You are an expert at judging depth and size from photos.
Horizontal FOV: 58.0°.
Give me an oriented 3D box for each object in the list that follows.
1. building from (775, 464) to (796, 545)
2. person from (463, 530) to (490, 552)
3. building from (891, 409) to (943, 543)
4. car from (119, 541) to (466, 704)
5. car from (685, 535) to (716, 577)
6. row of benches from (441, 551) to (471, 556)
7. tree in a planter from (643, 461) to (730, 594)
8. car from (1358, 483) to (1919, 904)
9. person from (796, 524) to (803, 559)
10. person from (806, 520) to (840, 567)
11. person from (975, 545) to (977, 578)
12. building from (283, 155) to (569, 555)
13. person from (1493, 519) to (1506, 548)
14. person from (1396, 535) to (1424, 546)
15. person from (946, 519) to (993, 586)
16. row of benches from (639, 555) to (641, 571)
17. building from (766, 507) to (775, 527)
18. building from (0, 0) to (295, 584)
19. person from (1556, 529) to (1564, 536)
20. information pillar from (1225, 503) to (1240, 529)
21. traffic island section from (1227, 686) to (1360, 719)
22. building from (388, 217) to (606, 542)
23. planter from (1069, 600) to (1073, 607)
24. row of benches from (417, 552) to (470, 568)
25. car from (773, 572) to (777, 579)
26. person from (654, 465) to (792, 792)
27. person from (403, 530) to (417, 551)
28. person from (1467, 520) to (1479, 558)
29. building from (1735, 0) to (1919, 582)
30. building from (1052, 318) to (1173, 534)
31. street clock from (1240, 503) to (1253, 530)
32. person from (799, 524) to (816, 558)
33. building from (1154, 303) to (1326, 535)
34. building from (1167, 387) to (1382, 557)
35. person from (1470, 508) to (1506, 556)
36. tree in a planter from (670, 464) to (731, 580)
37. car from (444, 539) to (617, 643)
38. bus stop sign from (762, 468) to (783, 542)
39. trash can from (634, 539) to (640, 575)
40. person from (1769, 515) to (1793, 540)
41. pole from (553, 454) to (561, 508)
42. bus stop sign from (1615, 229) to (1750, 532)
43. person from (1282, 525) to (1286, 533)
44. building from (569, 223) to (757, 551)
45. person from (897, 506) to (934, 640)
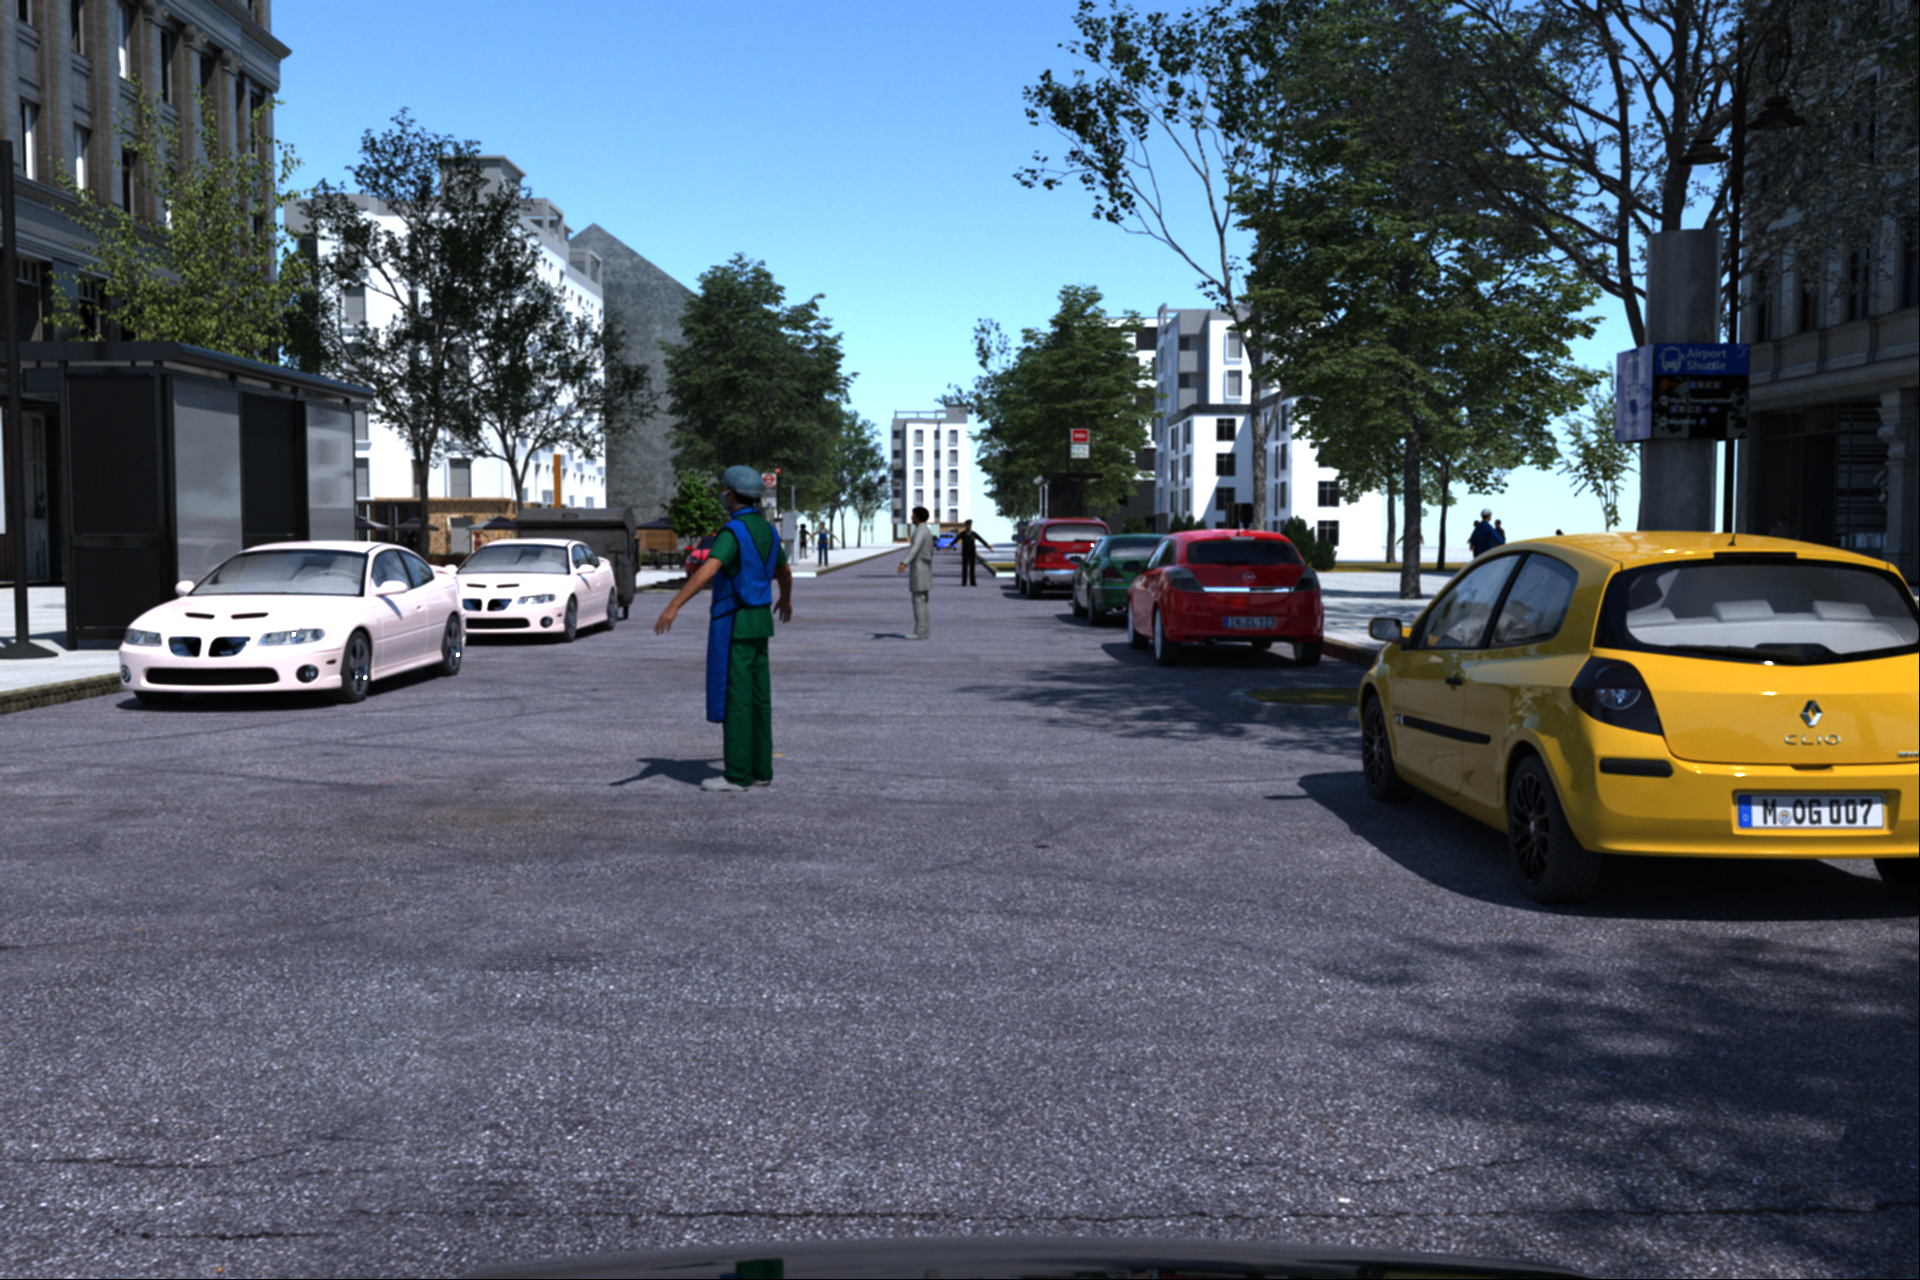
[{"bbox_3d":[-26.052,-21.617,209.855,16.016,20.090,11.380,0,4,0],"label":"building"},{"bbox_3d":[-21.301,-4.256,76.396,1.217,1.733,0.721,-2,4,-35],"label":"person"},{"bbox_3d":[-9.630,-24.127,253.358,11.380,20.090,16.016,-1,4,-9],"label":"building"},{"bbox_3d":[-6.021,-0.232,16.156,2.083,1.381,4.827,0,4,0],"label":"car"},{"bbox_3d":[-6.453,-2.380,47.956,2.155,1.783,4.494,0,4,0],"label":"car"},{"bbox_3d":[-16.659,-2.818,61.531,4.104,0.672,1.422,2,4,27],"label":"row of benches"},{"bbox_3d":[-6.568,-2.748,42.156,1.991,3.239,1.994,0,4,0],"label":"tree in a planter"},{"bbox_3d":[3.058,0.128,8.138,2.015,1.641,3.980,0,3,0],"label":"car"},{"bbox_3d":[-8.296,-4.997,87.970,0.705,1.796,1.348,-1,4,-22],"label":"person"},{"bbox_3d":[-5.408,-3.827,68.432,1.347,1.847,0.705,0,4,-7],"label":"person"},{"bbox_3d":[0.487,-2.738,56.484,0.599,1.433,0.991,0,4,-3],"label":"person"},{"bbox_3d":[-27.655,-14.158,87.903,16.016,20.090,11.380,0,4,-1],"label":"building"},{"bbox_3d":[17.458,-3.051,56.473,0.990,1.755,0.434,-2,4,-35],"label":"person"},{"bbox_3d":[14.443,-2.984,55.547,0.721,1.744,1.215,-2,4,-29],"label":"person"},{"bbox_3d":[0.246,-2.401,47.656,1.347,1.837,0.705,-1,4,-12],"label":"person"},{"bbox_3d":[-12.882,-2.667,59.073,4.104,0.672,1.422,-3,4,-37],"label":"row of benches"},{"bbox_3d":[-30.161,-21.797,187.315,19.493,23.208,18.063,0,4,-1],"label":"building"},{"bbox_3d":[-28.364,-16.246,45.218,16.754,29.471,25.880,0,4,-1],"label":"building"},{"bbox_3d":[19.027,-2.776,54.661,0.421,1.427,0.697,-1,4,-15],"label":"person"},{"bbox_3d":[6.447,-2.231,40.970,0.304,2.012,0.304,0,3,0],"label":"information pillar"},{"bbox_3d":[3.273,0.518,14.397,1.991,0.108,1.994,0,4,-1],"label":"traffic island section"},{"bbox_3d":[-29.044,-15.194,104.840,16.016,20.090,11.380,0,4,0],"label":"building"},{"bbox_3d":[3.188,-0.823,34.601,1.991,0.319,1.994,0,4,-1],"label":"planter"},{"bbox_3d":[-17.864,-2.598,57.948,4.104,0.672,1.422,2,4,29],"label":"row of benches"},{"bbox_3d":[-6.579,-2.704,53.809,1.945,1.707,3.694,0,3,0],"label":"car"},{"bbox_3d":[-1.250,-0.072,9.759,0.704,1.817,1.347,2,4,24],"label":"person"},{"bbox_3d":[-24.475,-4.304,77.084,0.721,1.740,1.216,-3,5,-40],"label":"person"},{"bbox_3d":[19.694,-3.665,66.142,0.704,1.802,1.346,3,4,36],"label":"person"},{"bbox_3d":[27.253,-12.198,49.400,10.553,20.879,40.483,0,4,0],"label":"building"},{"bbox_3d":[23.317,-20.542,179.837,27.936,21.610,32.646,0,3,0],"label":"building"},{"bbox_3d":[6.669,-2.190,40.371,0.358,2.002,0.471,0,4,-1],"label":"street clock"},{"bbox_3d":[-8.261,-5.210,91.323,1.345,1.843,0.704,1,4,10],"label":"person"},{"bbox_3d":[21.225,-17.499,142.520,16.016,20.090,11.380,0,4,-1],"label":"building"},{"bbox_3d":[19.505,-10.377,111.811,9.099,9.664,28.070,0,4,0],"label":"building"},{"bbox_3d":[11.499,-1.954,37.820,0.705,1.842,1.347,-1,4,-19],"label":"person"},{"bbox_3d":[-6.637,-2.887,44.432,1.991,3.239,1.994,0,3,0],"label":"tree in a planter"},{"bbox_3d":[-6.055,-0.733,24.348,2.083,1.381,4.827,0,4,-1],"label":"car"},{"bbox_3d":[-7.518,-4.942,69.510,0.855,3.939,0.416,0,4,1],"label":"bus stop sign"},{"bbox_3d":[-10.474,-2.642,54.854,0.748,1.137,0.748,0,3,0],"label":"trash can"},{"bbox_3d":[20.771,-2.283,43.896,0.617,1.759,0.750,1,4,19],"label":"person"},{"bbox_3d":[-10.263,-3.081,44.212,0.158,3.312,0.155,0,3,0],"label":"pole"},{"bbox_3d":[6.363,-1.609,15.326,0.837,3.901,0.837,0,4,0],"label":"bus stop sign"},{"bbox_3d":[17.358,-5.247,91.913,0.705,1.813,1.348,-3,4,-38],"label":"person"},{"bbox_3d":[-25.934,-18.400,131.776,19.493,23.208,18.063,0,4,-1],"label":"building"},{"bbox_3d":[-0.569,-0.917,23.631,0.705,1.806,1.347,1,4,14],"label":"person"}]
